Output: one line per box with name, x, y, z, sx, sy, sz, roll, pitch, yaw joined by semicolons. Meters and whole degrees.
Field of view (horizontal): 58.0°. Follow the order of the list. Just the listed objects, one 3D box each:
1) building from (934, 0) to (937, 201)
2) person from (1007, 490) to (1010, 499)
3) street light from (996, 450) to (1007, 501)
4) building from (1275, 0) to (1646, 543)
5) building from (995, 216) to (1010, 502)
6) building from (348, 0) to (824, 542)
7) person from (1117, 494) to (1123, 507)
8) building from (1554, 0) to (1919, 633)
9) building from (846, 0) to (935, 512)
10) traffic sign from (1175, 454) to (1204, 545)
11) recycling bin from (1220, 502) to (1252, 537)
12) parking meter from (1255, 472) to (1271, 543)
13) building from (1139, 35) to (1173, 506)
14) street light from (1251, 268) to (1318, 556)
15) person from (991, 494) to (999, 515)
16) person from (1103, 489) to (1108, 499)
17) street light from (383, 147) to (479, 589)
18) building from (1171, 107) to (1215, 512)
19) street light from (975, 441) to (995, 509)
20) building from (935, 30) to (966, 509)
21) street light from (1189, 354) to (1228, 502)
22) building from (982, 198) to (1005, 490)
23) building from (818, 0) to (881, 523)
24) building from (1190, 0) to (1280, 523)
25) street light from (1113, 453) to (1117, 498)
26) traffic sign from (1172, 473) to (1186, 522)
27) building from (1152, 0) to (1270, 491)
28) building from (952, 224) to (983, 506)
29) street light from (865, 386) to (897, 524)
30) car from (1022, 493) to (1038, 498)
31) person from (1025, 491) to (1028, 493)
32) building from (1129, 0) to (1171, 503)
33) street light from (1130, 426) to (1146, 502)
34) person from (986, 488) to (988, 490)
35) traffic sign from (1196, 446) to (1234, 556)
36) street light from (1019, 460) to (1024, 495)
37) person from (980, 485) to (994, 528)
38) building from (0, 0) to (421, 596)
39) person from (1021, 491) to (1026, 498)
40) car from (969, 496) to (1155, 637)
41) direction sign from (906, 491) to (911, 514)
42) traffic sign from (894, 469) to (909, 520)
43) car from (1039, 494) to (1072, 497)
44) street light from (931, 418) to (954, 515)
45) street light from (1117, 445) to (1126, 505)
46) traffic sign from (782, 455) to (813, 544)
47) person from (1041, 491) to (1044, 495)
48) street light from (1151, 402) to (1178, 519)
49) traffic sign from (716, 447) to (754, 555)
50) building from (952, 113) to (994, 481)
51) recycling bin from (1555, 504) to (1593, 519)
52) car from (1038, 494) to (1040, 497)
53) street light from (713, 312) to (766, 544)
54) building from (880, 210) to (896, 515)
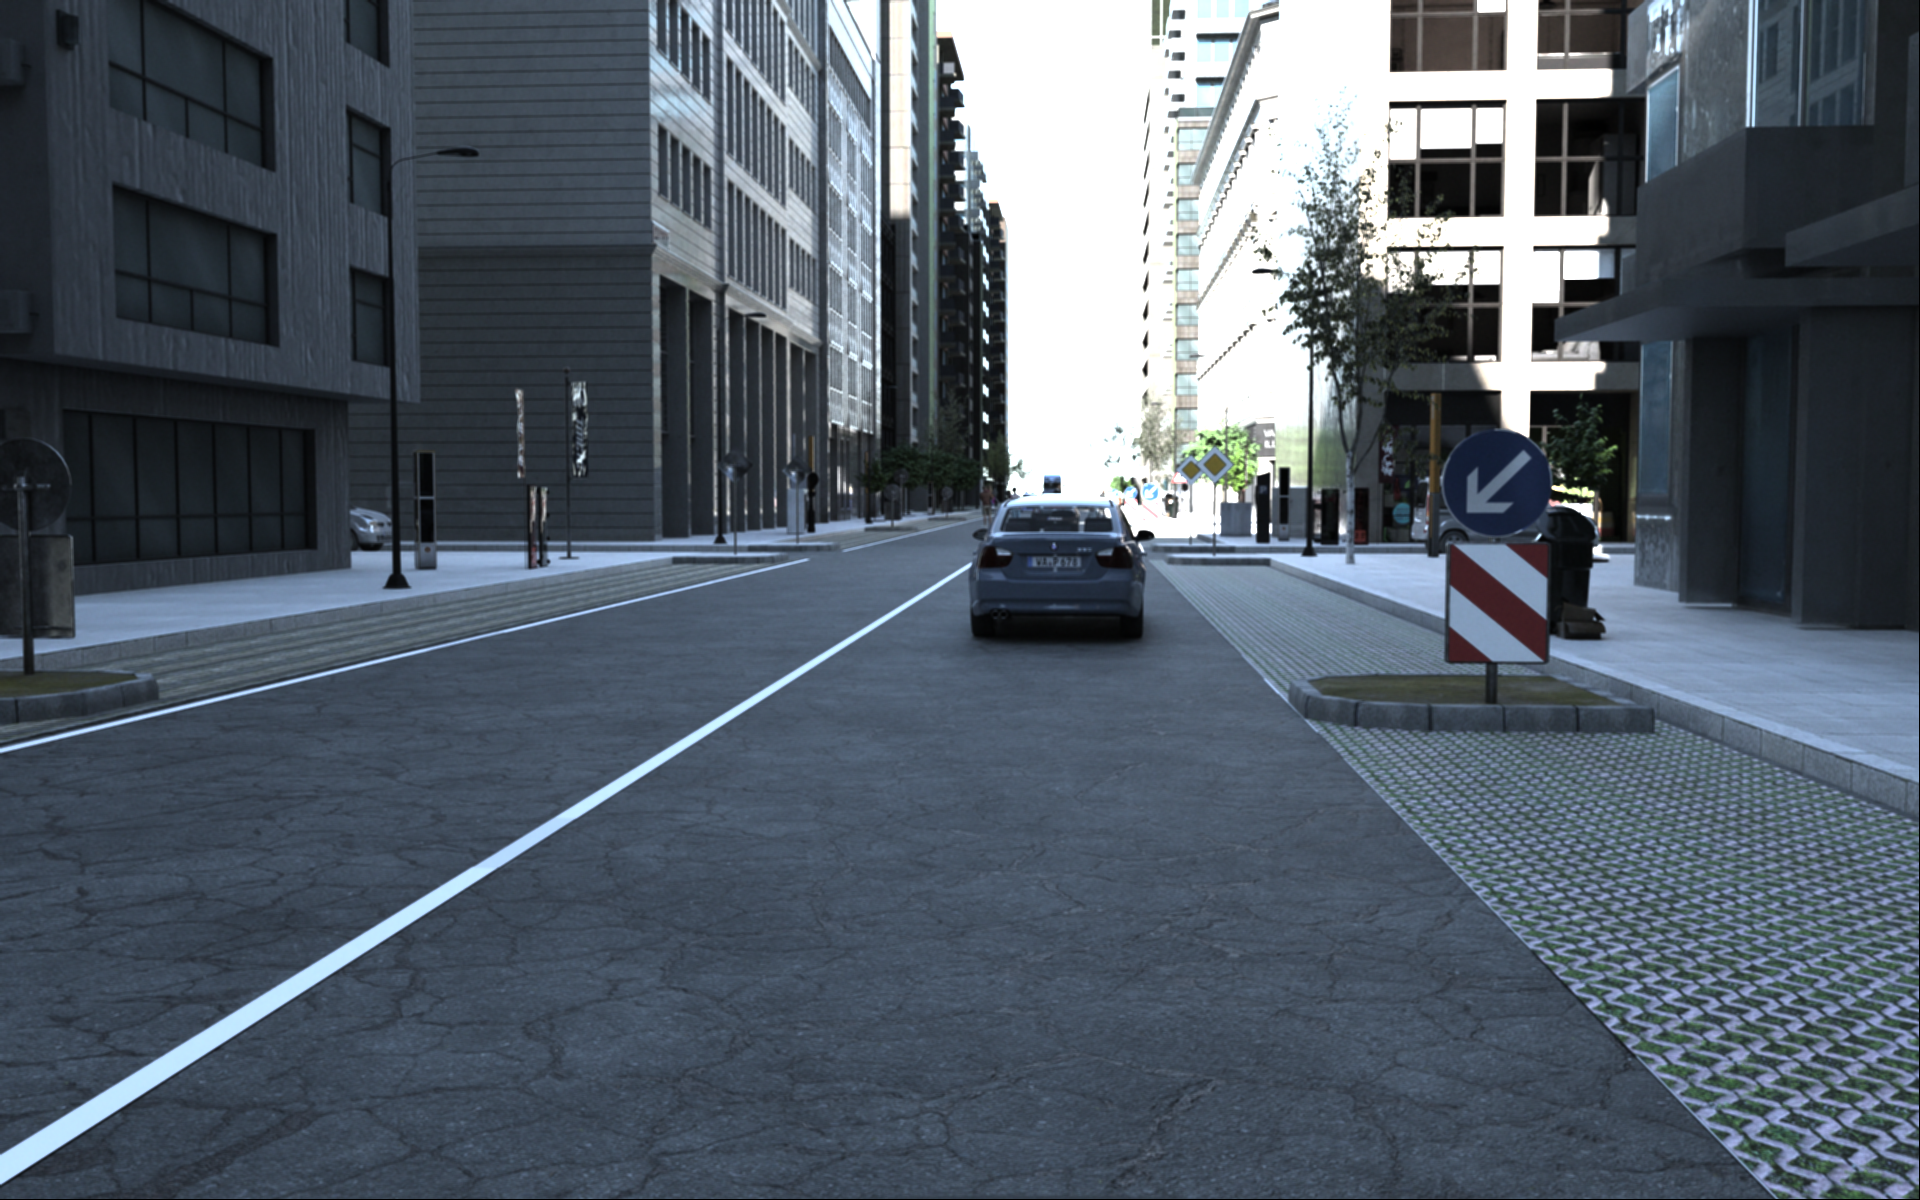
building;-9.323;-30.037;141.208;14.600;45.320;14.200;0;4;4
person;3.661;-7.162;126.308;0.721;1.735;1.217;0;4;-7
street light;4.202;-12.835;182.388;1.470;5.913;1.316;0;4;4
building;27.943;-15.183;52.752;34.151;26.468;19.350;0;4;4
building;0.546;-37.985;271.163;14.600;45.320;14.200;0;4;4
building;-12.560;-17.334;60.908;11.434;29.767;29.804;0;4;4
person;11.724;-7.072;127.381;0.557;1.426;1.065;3;5;43
building;18.080;-23.845;9.479;23.786;49.044;30.456;0;4;4
building;-9.406;-27.109;126.819;14.154;41.232;14.086;0;4;4
traffic sign;5.838;-2.457;43.816;0.795;2.450;0.064;0;4;4
recycling bin;8.380;-2.450;52.605;0.722;1.027;0.722;-2;4;-24
parking meter;7.929;-2.427;45.395;0.399;1.863;0.255;1;4;10
building;29.955;-34.029;180.078;21.300;48.544;21.600;0;4;4
street light;6.686;-3.863;35.700;1.470;5.913;1.316;0;4;4
person;2.289;-6.682;120.970;0.991;1.433;0.599;1;4;22
person;10.650;-7.303;127.933;0.705;1.821;1.348;-1;4;-16
street light;-7.123;-3.108;23.351;1.470;5.913;1.316;0;4;4
building;23.199;-22.051;132.234;14.160;30.474;14.107;0;4;4
street light;2.047;-10.974;151.962;1.470;5.913;1.316;0;4;4
building;-11.009;-31.087;162.893;22.147;44.769;28.867;0;4;4
street light;8.287;-5.194;57.460;1.470;5.913;1.316;0;4;4
building;-4.985;-36.416;250.026;22.147;44.769;28.867;0;4;4
building;-11.082;-16.381;85.845;12.078;24.808;19.932;0;4;4
building;22.534;-19.512;95.432;17.030;29.872;44.131;0;4;4
street light;18.055;-13.606;194.998;1.470;5.913;1.316;0;4;4
traffic sign;10.158;-4.862;79.498;0.884;2.594;0.081;1;4;10
building;29.426;-32.655;153.520;23.786;49.044;30.456;0;4;4
building;-4.969;-25.242;184.401;14.160;30.474;14.107;0;4;4
street light;-3.400;-6.260;74.891;1.470;5.913;1.316;0;4;4
car;5.542;-7.767;136.581;1.945;1.707;3.694;0;4;2
person;6.470;-9.880;170.828;0.721;1.735;1.217;-1;4;-20
building;34.101;-49.091;240.889;20.563;71.187;20.611;0;4;4
street light;12.534;-8.916;118.315;1.470;5.913;1.316;0;4;4
person;1.877;-6.583;116.155;0.581;1.822;0.654;1;4;14
traffic sign;5.268;-1.970;35.851;0.795;2.450;0.064;0;4;4
street light;8.016;-16.075;235.366;1.470;5.913;1.316;0;4;4
person;1.176;-3.987;73.661;0.573;1.828;0.580;3;5;39
building;-16.709;-15.572;26.298;14.107;30.474;14.160;0;4;4
person;6.553;-10.018;173.026;1.217;1.736;0.721;1;4;12
car;1.098;-0.407;18.663;2.014;1.417;4.499;0;4;5
direction sign;-3.257;-7.186;109.495;0.876;3.537;0.379;-1;4;-12
traffic sign;-2.942;-5.277;86.392;0.768;2.556;0.104;1;4;9
car;3.527;-3.300;63.738;2.009;1.686;4.222;0;4;4
street light;-1.169;-8.145;105.713;1.470;5.913;1.316;0;4;4
street light;15.970;-11.745;164.568;1.470;5.913;1.316;0;4;4
traffic sign;-4.179;-2.502;44.550;0.795;2.450;0.064;0;4;4
person;8.496;-10.308;177.590;0.434;1.755;0.990;2;4;29
street light;10.371;-7.055;87.890;1.470;5.913;1.316;0;4;4
traffic sign;-4.749;-2.015;36.585;0.795;2.450;0.064;0;4;4
building;-7.963;-36.747;220.426;23.786;49.044;30.456;0;4;4
recycling bin;15.504;-1.909;43.774;0.722;1.027;0.722;0;4;-2
car;6.941;-9.034;159.708;2.014;1.417;4.499;0;4;3
street light;-5.649;-4.399;44.473;1.470;5.913;1.316;0;4;4
building;-10.841;-16.798;104.327;12.332;23.373;15.834;0;4;4
